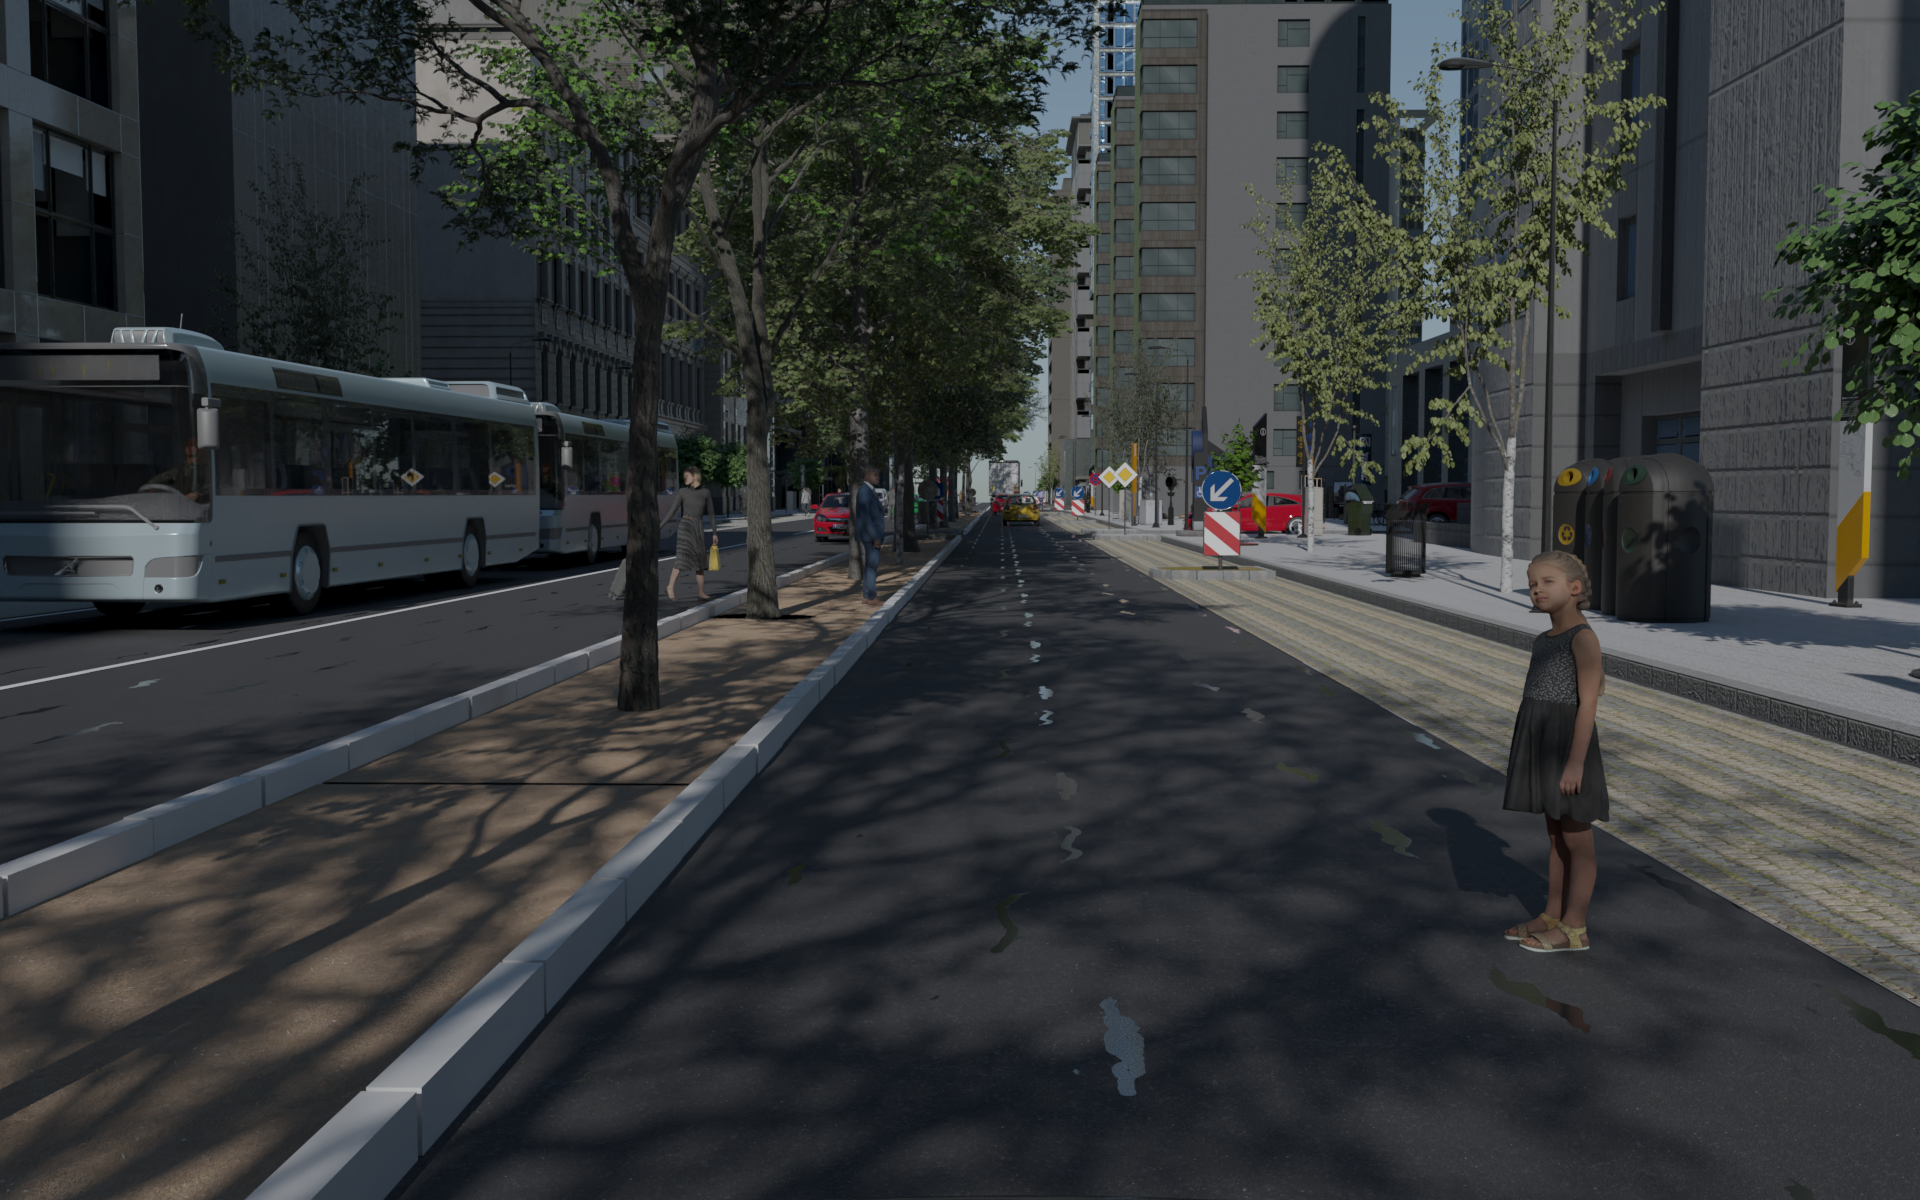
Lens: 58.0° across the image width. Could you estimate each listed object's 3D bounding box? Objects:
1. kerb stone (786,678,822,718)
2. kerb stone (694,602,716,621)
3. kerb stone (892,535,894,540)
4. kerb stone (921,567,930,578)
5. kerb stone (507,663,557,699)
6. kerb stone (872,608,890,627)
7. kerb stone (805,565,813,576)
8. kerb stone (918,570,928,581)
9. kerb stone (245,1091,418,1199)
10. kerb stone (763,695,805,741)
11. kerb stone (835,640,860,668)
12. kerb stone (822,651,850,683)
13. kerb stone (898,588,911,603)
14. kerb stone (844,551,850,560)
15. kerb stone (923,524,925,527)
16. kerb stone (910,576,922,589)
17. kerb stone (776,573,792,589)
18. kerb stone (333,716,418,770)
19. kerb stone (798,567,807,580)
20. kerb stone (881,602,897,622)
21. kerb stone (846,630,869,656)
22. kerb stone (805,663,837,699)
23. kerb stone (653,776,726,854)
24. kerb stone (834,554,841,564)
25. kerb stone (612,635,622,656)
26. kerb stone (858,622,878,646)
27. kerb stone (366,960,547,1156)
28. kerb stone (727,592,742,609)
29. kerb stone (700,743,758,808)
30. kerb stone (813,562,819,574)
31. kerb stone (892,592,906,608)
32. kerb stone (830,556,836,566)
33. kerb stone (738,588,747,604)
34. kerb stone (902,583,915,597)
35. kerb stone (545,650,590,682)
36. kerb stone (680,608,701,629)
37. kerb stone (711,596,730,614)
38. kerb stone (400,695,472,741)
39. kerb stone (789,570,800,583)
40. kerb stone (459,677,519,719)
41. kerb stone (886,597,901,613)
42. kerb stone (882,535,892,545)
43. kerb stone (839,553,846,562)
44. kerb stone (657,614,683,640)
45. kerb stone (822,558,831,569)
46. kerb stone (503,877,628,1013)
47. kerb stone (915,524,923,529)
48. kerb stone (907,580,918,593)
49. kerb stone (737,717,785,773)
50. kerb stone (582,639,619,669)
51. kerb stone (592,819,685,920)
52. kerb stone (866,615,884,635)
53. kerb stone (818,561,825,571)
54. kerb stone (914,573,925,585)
[{"bbox_3d":[-1.043,0.659,11.424,0.120,0.150,1.000,0,4,1],"label":"kerb stone"},{"bbox_3d":[-2.943,0.155,19.671,0.120,0.150,1.000,0,4,1],"label":"kerb stone"},{"bbox_3d":[-2.149,-1.853,52.487,0.120,0.150,1.000,0,4,1],"label":"kerb stone"},{"bbox_3d":[-0.616,-0.404,28.857,0.120,0.150,1.000,0,4,1],"label":"kerb stone"},{"bbox_3d":[-3.114,0.594,12.489,0.120,0.150,1.000,0,4,1],"label":"kerb stone"},{"bbox_3d":[-0.870,0.219,18.618,0.120,0.150,1.000,0,4,1],"label":"kerb stone"},{"bbox_3d":[-2.693,-0.469,29.926,0.120,0.150,1.000,0,4,1],"label":"kerb stone"},{"bbox_3d":[-0.638,-0.341,27.835,0.120,0.150,1.000,0,4,1],"label":"kerb stone"},{"bbox_3d":[-1.238,1.160,3.224,0.120,0.150,1.000,0,4,1],"label":"kerb stone"},{"bbox_3d":[-1.065,0.721,10.399,0.120,0.150,1.000,0,4,1],"label":"kerb stone"},{"bbox_3d":[-0.959,0.471,14.501,0.120,0.150,1.000,0,4,1],"label":"kerb stone"},{"bbox_3d":[-0.981,0.534,13.472,0.120,0.150,1.000,0,4,1],"label":"kerb stone"},{"bbox_3d":[-0.769,-0.026,22.706,0.120,0.150,1.000,0,4,1],"label":"kerb stone"},{"bbox_3d":[-2.518,-0.912,37.114,0.120,0.150,1.000,0,4,1],"label":"kerb stone"},{"bbox_3d":[-1.665,-3.077,72.509,0.120,0.150,1.000,0,4,1],"label":"kerb stone"},{"bbox_3d":[-0.692,-0.219,25.783,0.120,0.150,1.000,0,4,1],"label":"kerb stone"},{"bbox_3d":[-2.770,-0.284,26.838,0.120,0.150,1.000,0,4,1],"label":"kerb stone"},{"bbox_3d":[-3.191,0.782,9.415,0.120,0.150,1.000,0,4,1],"label":"kerb stone"},{"bbox_3d":[-2.709,-0.410,28.897,0.120,0.150,1.000,0,4,1],"label":"kerb stone"},{"bbox_3d":[-0.835,0.160,19.640,0.120,0.150,1.000,0,4,1],"label":"kerb stone"},{"bbox_3d":[-0.937,0.408,15.530,0.120,0.150,1.000,0,4,1],"label":"kerb stone"},{"bbox_3d":[-1.014,0.596,12.447,0.120,0.150,1.000,0,4,1],"label":"kerb stone"},{"bbox_3d":[-1.141,0.910,7.317,0.120,0.150,1.000,0,4,1],"label":"kerb stone"},{"bbox_3d":[-2.568,-0.784,35.070,0.120,0.150,1.000,0,4,1],"label":"kerb stone"},{"bbox_3d":[-3.043,0.410,15.562,0.120,0.150,1.000,0,4,1],"label":"kerb stone"},{"bbox_3d":[-0.905,0.345,16.556,0.120,0.150,1.000,0,4,1],"label":"kerb stone"},{"bbox_3d":[-1.211,1.098,4.246,0.120,0.150,1.000,0,4,1],"label":"kerb stone"},{"bbox_3d":[-2.899,0.030,21.720,0.120,0.150,1.000,0,4,1],"label":"kerb stone"},{"bbox_3d":[-1.117,0.850,8.349,0.120,0.150,1.000,0,4,1],"label":"kerb stone"},{"bbox_3d":[-2.672,-0.535,30.953,0.120,0.150,1.000,0,4,1],"label":"kerb stone"},{"bbox_3d":[-0.793,0.032,21.684,0.120,0.150,1.000,0,4,1],"label":"kerb stone"},{"bbox_3d":[-2.596,-0.721,34.036,0.120,0.150,1.000,0,4,1],"label":"kerb stone"},{"bbox_3d":[-2.868,-0.033,22.742,0.120,0.150,1.000,0,4,1],"label":"kerb stone"},{"bbox_3d":[-0.739,-0.093,23.730,0.120,0.150,1.000,0,4,1],"label":"kerb stone"},{"bbox_3d":[-3.089,0.531,13.518,0.120,0.150,1.000,0,4,1],"label":"kerb stone"},{"bbox_3d":[-2.965,0.223,18.647,0.120,0.150,1.000,0,4,1],"label":"kerb stone"},{"bbox_3d":[-2.915,0.092,20.696,0.120,0.150,1.000,0,4,1],"label":"kerb stone"},{"bbox_3d":[-3.175,0.719,10.445,0.120,0.150,1.000,0,4,1],"label":"kerb stone"},{"bbox_3d":[-2.740,-0.347,27.875,0.120,0.150,1.000,0,4,1],"label":"kerb stone"},{"bbox_3d":[-3.137,0.656,11.467,0.120,0.150,1.000,0,4,1],"label":"kerb stone"},{"bbox_3d":[-0.820,0.094,20.662,0.120,0.150,1.000,0,4,1],"label":"kerb stone"},{"bbox_3d":[-2.174,-1.790,51.463,0.120,0.150,1.000,0,4,1],"label":"kerb stone"},{"bbox_3d":[-2.544,-0.850,36.092,0.120,0.150,1.000,0,4,1],"label":"kerb stone"},{"bbox_3d":[-2.995,0.280,17.621,0.120,0.150,1.000,0,4,1],"label":"kerb stone"},{"bbox_3d":[-2.620,-0.662,33.014,0.120,0.150,1.000,0,4,1],"label":"kerb stone"},{"bbox_3d":[-1.187,1.035,5.268,0.120,0.150,1.000,0,4,1],"label":"kerb stone"},{"bbox_3d":[-1.693,-3.014,71.476,0.120,0.150,1.000,0,4,1],"label":"kerb stone"},{"bbox_3d":[-0.714,-0.154,24.757,0.120,0.150,1.000,0,4,1],"label":"kerb stone"},{"bbox_3d":[-1.083,0.784,9.377,0.120,0.150,1.000,0,4,1],"label":"kerb stone"},{"bbox_3d":[-3.056,0.468,14.539,0.120,0.150,1.000,0,4,1],"label":"kerb stone"},{"bbox_3d":[-1.162,0.973,6.292,0.120,0.150,1.000,0,4,1],"label":"kerb stone"},{"bbox_3d":[-0.889,0.289,17.581,0.120,0.150,1.000,0,4,1],"label":"kerb stone"},{"bbox_3d":[-2.645,-0.587,31.984,0.120,0.150,1.000,0,4,1],"label":"kerb stone"},{"bbox_3d":[-0.670,-0.282,26.813,0.120,0.150,1.000,0,4,1],"label":"kerb stone"}]
